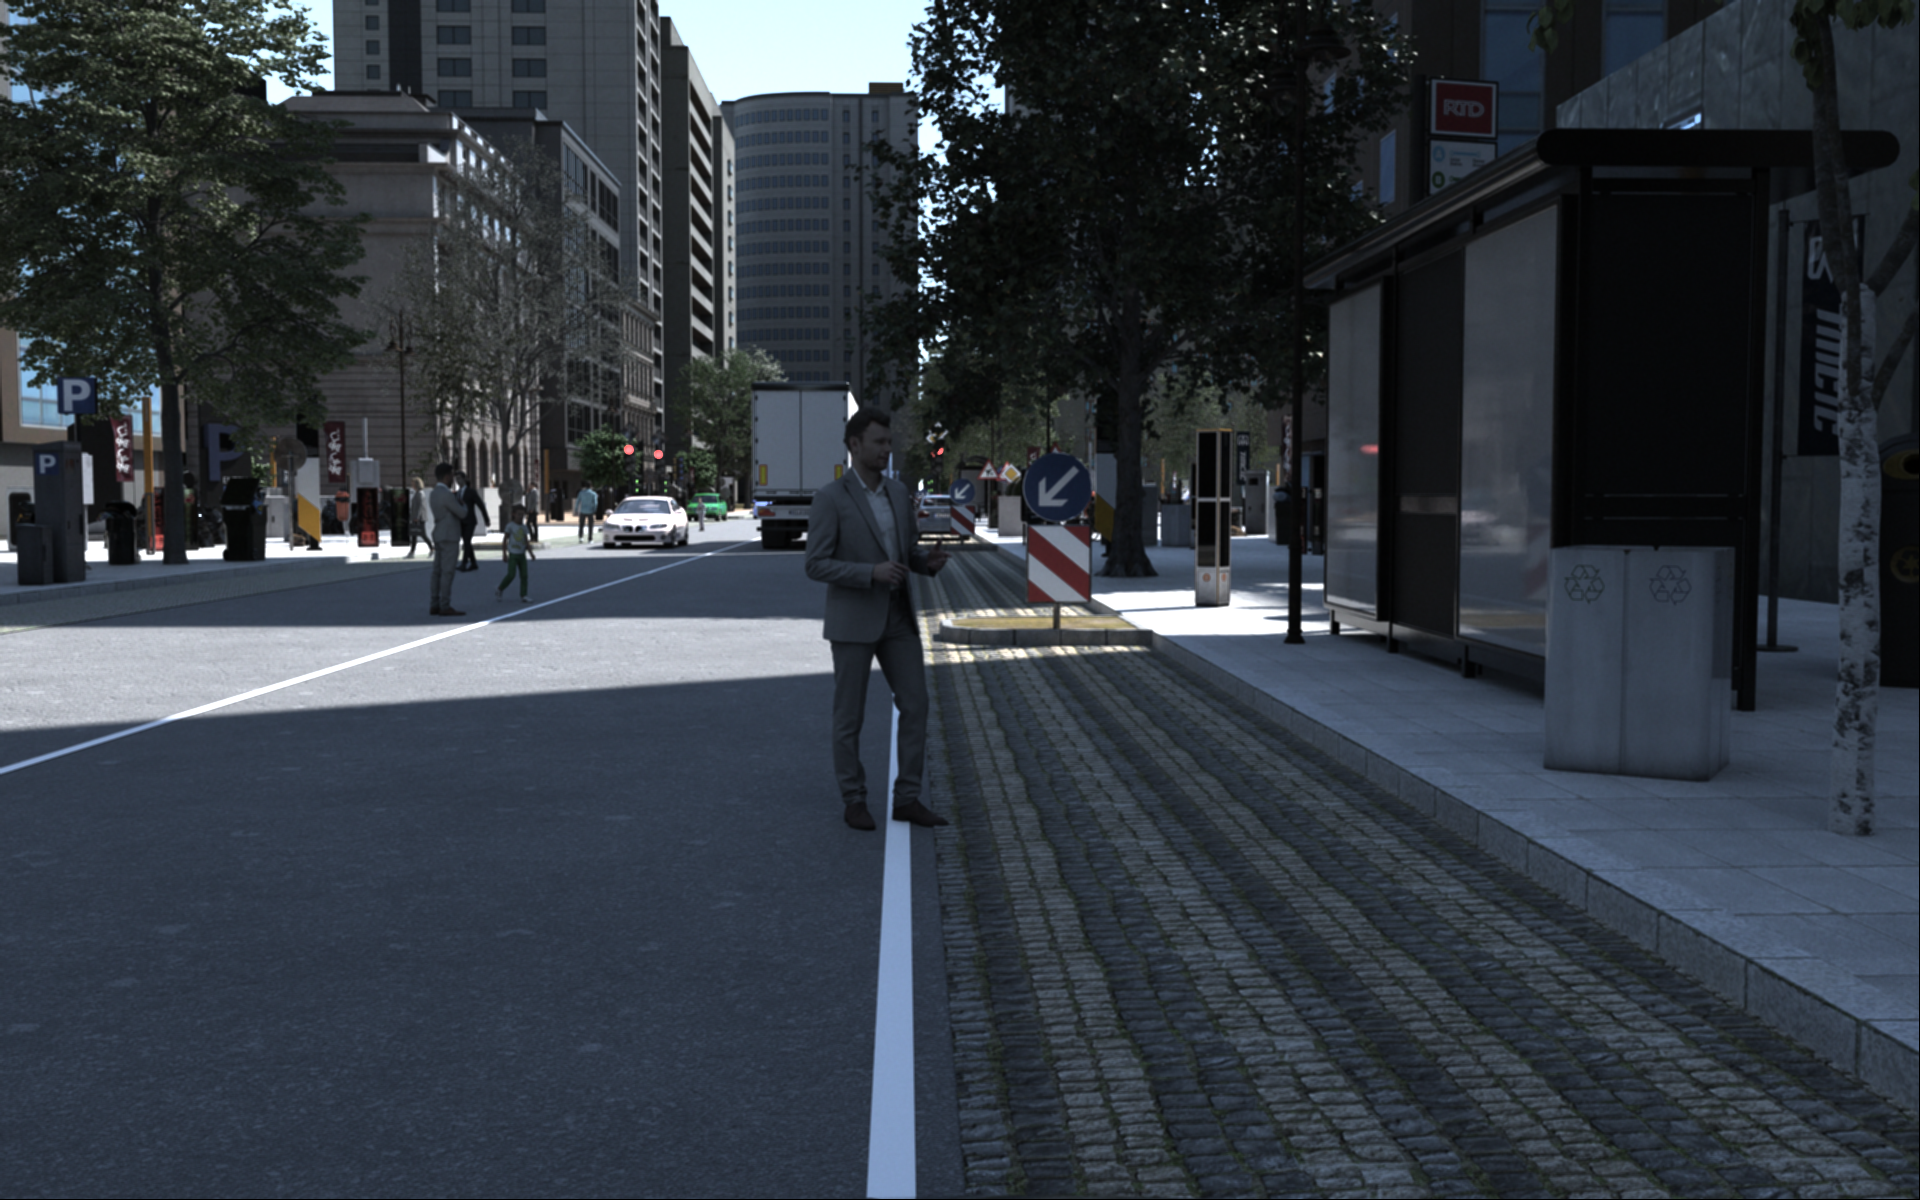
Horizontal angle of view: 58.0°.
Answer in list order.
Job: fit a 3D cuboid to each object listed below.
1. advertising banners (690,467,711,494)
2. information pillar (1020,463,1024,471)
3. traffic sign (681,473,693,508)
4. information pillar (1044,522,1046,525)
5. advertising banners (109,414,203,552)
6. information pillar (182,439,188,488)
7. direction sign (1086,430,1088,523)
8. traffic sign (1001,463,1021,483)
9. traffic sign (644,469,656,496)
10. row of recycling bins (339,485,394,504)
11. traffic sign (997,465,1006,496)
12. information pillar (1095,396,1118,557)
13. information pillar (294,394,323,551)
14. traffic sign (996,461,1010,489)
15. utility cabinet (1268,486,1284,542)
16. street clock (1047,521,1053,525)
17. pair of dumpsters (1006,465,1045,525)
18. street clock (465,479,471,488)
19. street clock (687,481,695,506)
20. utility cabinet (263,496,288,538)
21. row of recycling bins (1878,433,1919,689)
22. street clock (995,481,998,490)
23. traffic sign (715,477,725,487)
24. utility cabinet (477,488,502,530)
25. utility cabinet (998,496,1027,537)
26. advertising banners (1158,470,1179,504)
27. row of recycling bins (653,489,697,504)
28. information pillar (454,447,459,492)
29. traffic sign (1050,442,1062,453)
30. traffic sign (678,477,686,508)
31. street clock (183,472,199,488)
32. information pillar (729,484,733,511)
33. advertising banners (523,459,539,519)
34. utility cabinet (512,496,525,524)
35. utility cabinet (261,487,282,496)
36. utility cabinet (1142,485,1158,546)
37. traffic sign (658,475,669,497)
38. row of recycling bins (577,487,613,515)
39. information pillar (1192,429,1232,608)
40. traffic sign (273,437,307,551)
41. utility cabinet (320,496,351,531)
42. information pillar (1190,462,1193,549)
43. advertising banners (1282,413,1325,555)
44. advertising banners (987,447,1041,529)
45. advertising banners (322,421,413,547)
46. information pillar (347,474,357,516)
[{"bbox_3d":[-16.443,-6.947,109.764,2.074,3.025,0.090,3,4,38],"label":"advertising banners"},{"bbox_3d":[4.399,-7.954,121.401,0.504,3.616,0.183,-3,5,-40],"label":"information pillar"},{"bbox_3d":[-16.709,-6.470,105.887,0.768,2.556,0.104,0,4,4],"label":"traffic sign"},{"bbox_3d":[2.772,-2.971,53.068,0.304,2.012,0.304,1,4,18],"label":"information pillar"},{"bbox_3d":[-17.911,-2.594,38.607,0.090,3.025,2.074,3,4,36],"label":"advertising banners"},{"bbox_3d":[-28.330,-4.389,63.116,0.504,3.616,0.183,2,4,23],"label":"information pillar"},{"bbox_3d":[4.521,-4.257,61.604,0.379,3.537,0.876,0,4,7],"label":"direction sign"},{"bbox_3d":[1.912,-3.893,64.843,0.795,2.450,0.064,0,4,2],"label":"traffic sign"},{"bbox_3d":[-16.037,-5.455,89.302,0.768,2.556,0.104,0,4,4],"label":"traffic sign"},{"bbox_3d":[-26.160,-4.235,76.353,1.069,1.692,3.534,1,4,15],"label":"row of recycling bins"},{"bbox_3d":[1.977,-4.641,75.989,0.768,2.556,0.104,0,4,5],"label":"traffic sign"},{"bbox_3d":[3.002,-2.690,35.330,0.504,3.616,0.183,-1,4,-14],"label":"information pillar"},{"bbox_3d":[-14.760,-2.930,39.255,0.504,3.616,0.183,-2,4,-28],"label":"information pillar"},{"bbox_3d":[1.851,-4.156,67.948,0.884,2.594,0.081,0,4,7],"label":"traffic sign"},{"bbox_3d":[8.453,-2.278,45.917,0.318,1.500,1.173,0,4,-1],"label":"utility cabinet"},{"bbox_3d":[1.855,-1.868,35.109,0.471,2.002,0.358,1,4,12],"label":"street clock"},{"bbox_3d":[2.490,-3.508,59.845,1.574,2.255,4.437,0,4,-2],"label":"pair of dumpsters"},{"bbox_3d":[-23.461,-4.773,82.615,0.358,2.002,0.471,-1,4,-13],"label":"street clock"},{"bbox_3d":[-15.456,-5.803,99.452,0.358,2.002,0.471,2,4,27],"label":"street clock"},{"bbox_3d":[-20.218,-2.404,50.462,1.020,1.237,0.306,-1,4,-21],"label":"utility cabinet"},{"bbox_3d":[7.135,-0.212,10.579,1.069,1.692,3.534,-2,4,-28],"label":"row of recycling bins"},{"bbox_3d":[2.061,-5.210,89.759,0.471,2.002,0.358,-1,4,-14],"label":"street clock"},{"bbox_3d":[-18.096,-7.987,130.698,0.768,2.556,0.104,0,4,-1],"label":"traffic sign"},{"bbox_3d":[-16.432,-3.178,60.647,0.318,1.500,1.173,1,4,21],"label":"utility cabinet"},{"bbox_3d":[1.661,-2.509,52.181,1.020,1.237,0.306,0,4,4],"label":"utility cabinet"},{"bbox_3d":[15.330,-8.052,127.831,2.074,3.025,0.090,-3,5,-41],"label":"advertising banners"},{"bbox_3d":[-21.920,-7.747,133.776,3.534,1.692,1.069,-1,4,-20],"label":"row of recycling bins"},{"bbox_3d":[-23.487,-5.471,80.809,0.183,3.616,0.504,0,4,0],"label":"information pillar"},{"bbox_3d":[2.365,-2.630,43.003,0.884,2.594,0.081,0,4,4],"label":"traffic sign"},{"bbox_3d":[-17.142,-6.394,106.674,0.606,2.300,0.079,0,4,0],"label":"traffic sign"},{"bbox_3d":[-25.167,-3.188,56.687,0.471,2.002,0.358,1,4,16],"label":"street clock"},{"bbox_3d":[-16.901,-7.566,128.193,0.304,2.012,0.304,1,4,11],"label":"information pillar"},{"bbox_3d":[-21.733,-5.590,87.590,0.090,3.025,2.074,-3,4,-39],"label":"advertising banners"},{"bbox_3d":[-16.385,-3.178,63.121,1.020,1.237,0.306,0,4,8],"label":"utility cabinet"},{"bbox_3d":[-21.513,-2.775,54.045,0.318,1.500,1.173,0,4,1],"label":"utility cabinet"},{"bbox_3d":[4.295,-2.041,42.049,1.173,1.500,0.318,-3,5,-39],"label":"utility cabinet"},{"bbox_3d":[-15.663,-5.469,91.555,0.606,2.300,0.079,0,4,7],"label":"traffic sign"},{"bbox_3d":[-22.526,-6.109,106.998,1.069,1.692,3.534,-3,5,-45],"label":"row of recycling bins"},{"bbox_3d":[2.881,-0.930,19.701,0.304,2.012,0.304,3,4,37],"label":"information pillar"},{"bbox_3d":[-15.072,-2.378,38.981,0.768,2.556,0.104,0,4,3],"label":"traffic sign"},{"bbox_3d":[-21.429,-2.948,59.368,1.020,1.237,0.306,-3,4,-35],"label":"utility cabinet"},{"bbox_3d":[5.533,-2.187,40.249,0.304,2.012,0.304,1,4,23],"label":"information pillar"},{"bbox_3d":[7.317,-2.495,36.980,0.090,3.025,2.074,-1,4,-15],"label":"advertising banners"},{"bbox_3d":[1.990,-4.157,64.147,2.074,3.025,0.090,1,4,18],"label":"advertising banners"},{"bbox_3d":[-14.307,-2.795,41.887,2.074,3.025,0.090,-2,4,-25],"label":"advertising banners"},{"bbox_3d":[-21.999,-3.563,62.750,0.304,2.012,0.304,-3,4,-37],"label":"information pillar"}]
